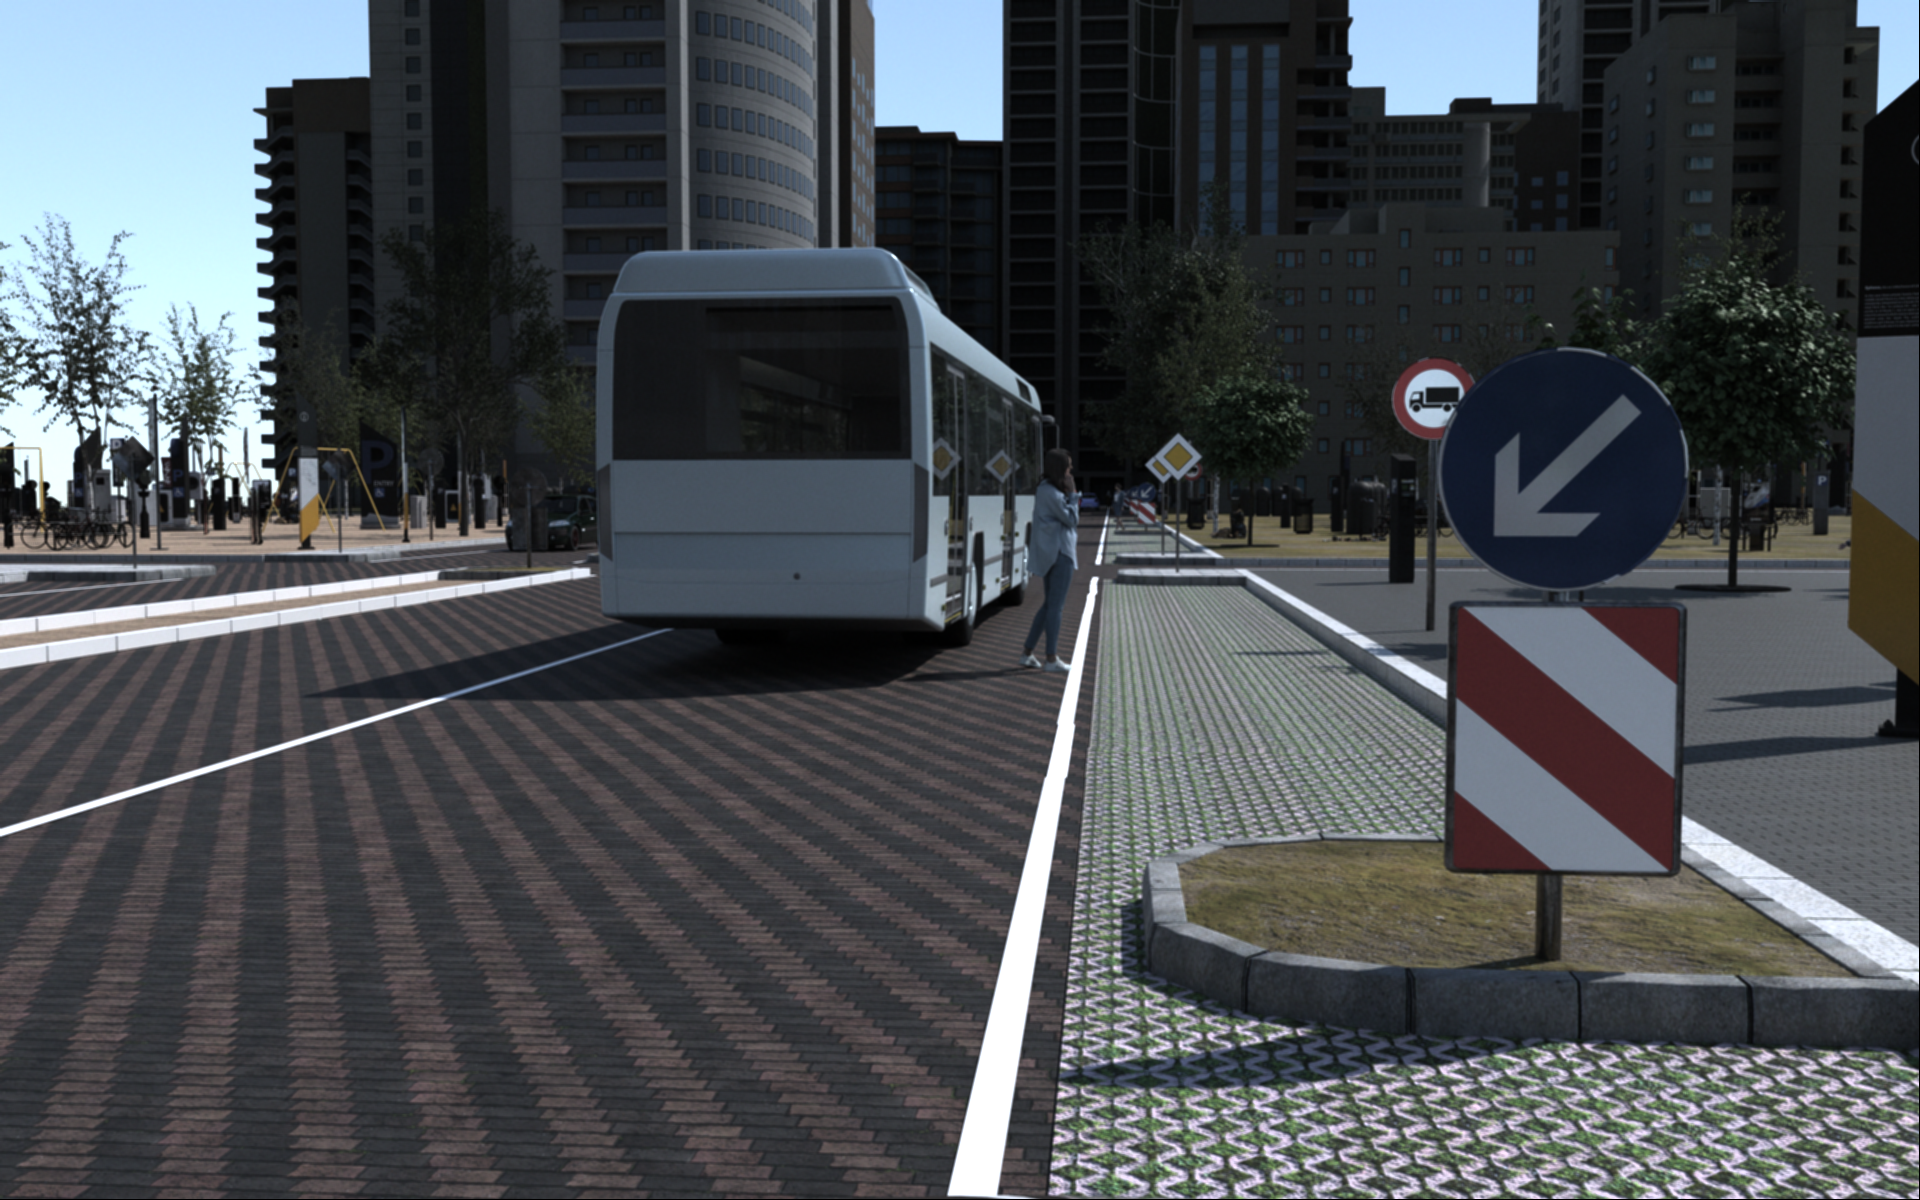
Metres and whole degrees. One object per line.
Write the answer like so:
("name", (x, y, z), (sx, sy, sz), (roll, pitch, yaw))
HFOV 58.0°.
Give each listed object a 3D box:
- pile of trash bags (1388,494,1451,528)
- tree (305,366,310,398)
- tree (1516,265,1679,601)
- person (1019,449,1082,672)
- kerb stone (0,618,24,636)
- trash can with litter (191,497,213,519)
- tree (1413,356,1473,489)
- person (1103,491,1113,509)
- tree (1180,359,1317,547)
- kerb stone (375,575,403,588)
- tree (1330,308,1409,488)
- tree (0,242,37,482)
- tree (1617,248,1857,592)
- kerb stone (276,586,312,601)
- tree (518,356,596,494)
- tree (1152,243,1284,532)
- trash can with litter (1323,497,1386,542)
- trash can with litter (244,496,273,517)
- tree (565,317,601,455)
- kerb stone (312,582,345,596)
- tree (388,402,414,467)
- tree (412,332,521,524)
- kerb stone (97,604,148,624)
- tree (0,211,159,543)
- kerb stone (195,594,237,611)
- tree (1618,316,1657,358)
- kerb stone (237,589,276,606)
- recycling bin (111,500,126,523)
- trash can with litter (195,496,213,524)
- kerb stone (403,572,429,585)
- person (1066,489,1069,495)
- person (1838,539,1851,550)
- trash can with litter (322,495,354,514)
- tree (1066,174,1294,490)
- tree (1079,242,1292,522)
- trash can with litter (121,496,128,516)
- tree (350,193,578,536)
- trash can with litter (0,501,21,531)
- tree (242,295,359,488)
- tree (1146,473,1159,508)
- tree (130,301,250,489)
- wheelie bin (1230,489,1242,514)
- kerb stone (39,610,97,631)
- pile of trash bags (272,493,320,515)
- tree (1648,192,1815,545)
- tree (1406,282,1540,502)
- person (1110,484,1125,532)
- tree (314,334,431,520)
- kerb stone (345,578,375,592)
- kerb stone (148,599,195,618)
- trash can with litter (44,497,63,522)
("pile of trash bags", (16.881, -3.418, 65.630), (3.447, 1.369, 1.912), (-2, 4, -24))
("tree", (-30.546, -8.340, 86.716), (4.737, 8.622, 4.395), (0, 3, 0))
("tree", (5.354, -1.236, 14.812), (1.663, 3.219, 1.824), (0, 3, 0))
("person", (0.725, -0.320, 14.003), (0.793, 1.790, 0.793), (-3, 5, -43))
("kerb stone", (-9.670, 0.291, 17.437), (0.120, 0.150, 1.000), (0, 4, 5))
("trash can with litter", (-38.617, -4.716, 88.166), (1.678, 1.210, 2.233), (0, 4, -3))
("tree", (25.779, -8.690, 92.447), (4.737, 8.622, 4.395), (0, 3, 0))
("person", (13.847, -9.349, 162.080), (1.217, 1.736, 0.721), (-3, 4, -37))
("tree", (7.020, -3.579, 42.233), (4.285, 4.588, 4.351), (0, 3, 0))
("kerb stone", (-8.871, -0.268, 26.624), (0.120, 0.150, 1.000), (0, 4, 5))
("tree", (16.951, -7.282, 69.420), (4.360, 8.622, 3.978), (0, 3, 0))
("tree", (-27.211, -5.923, 47.199), (4.737, 8.622, 4.395), (0, 3, 0))
("tree", (10.436, -2.410, 23.122), (4.285, 4.588, 4.351), (0, 3, 0))
("kerb stone", (-9.137, -0.083, 23.554), (0.120, 0.150, 1.000), (0, 4, 5))
("tree", (-20.059, -8.356, 86.983), (4.737, 8.622, 4.395), (0, 3, 0))
("tree", (7.644, -6.194, 51.641), (4.737, 8.622, 4.395), (0, 3, 0))
("trash can with litter", (10.782, -2.222, 47.389), (2.233, 1.210, 1.678), (-1, 4, -20))
("trash can with litter", (-40.241, -5.411, 99.531), (2.233, 1.210, 1.678), (-1, 4, -22))
("tree", (-13.770, -7.372, 70.896), (4.360, 8.622, 3.978), (0, 3, 0))
("kerb stone", (-9.037, -0.141, 24.575), (0.120, 0.150, 1.000), (0, 4, 5))
("tree", (-31.766, -9.308, 102.548), (4.360, 8.622, 3.978), (0, 3, 0))
("tree", (-20.653, -7.491, 72.841), (4.360, 8.622, 3.978), (0, 3, 0))
("kerb stone", (-9.499, 0.166, 19.482), (0.120, 0.150, 1.000), (0, 4, 5))
("tree", (-22.856, -5.796, 45.130), (4.360, 8.622, 3.978), (0, 3, 0))
("kerb stone", (-9.319, 0.048, 21.519), (0.120, 0.150, 1.000), (0, 4, 5))
("tree", (27.716, -7.343, 70.415), (4.360, 8.622, 3.978), (0, 3, 0))
("kerb stone", (-9.228, -0.020, 22.536), (0.120, 0.150, 1.000), (0, 4, 5))
("recycling bin", (-38.015, -3.992, 77.830), (0.722, 1.027, 0.722), (0, 4, 6))
("trash can with litter", (-31.729, -3.777, 73.147), (1.055, 1.170, 0.624), (-2, 4, -28))
("kerb stone", (-8.778, -0.331, 27.648), (0.120, 0.150, 1.000), (0, 4, 5))
("person", (5.893, -5.259, 94.587), (0.391, 1.810, 0.635), (-1, 4, -18))
("person", (16.922, -1.103, 32.027), (0.738, 1.151, 1.012), (-3, 4, -36))
("trash can with litter", (-40.315, -6.162, 111.801), (2.233, 1.210, 1.678), (0, 4, -5))
("tree", (12.967, -15.134, 103.328), (12.611, 20.169, 13.585), (0, 3, 0))
("tree", (10.714, -9.903, 78.930), (9.611, 12.733, 9.660), (0, 3, 0))
("trash can with litter", (-48.624, -5.553, 101.851), (2.233, 1.210, 1.678), (-1, 4, -22))
("tree", (-14.939, -7.247, 52.907), (8.767, 10.594, 7.601), (3, 4, 38))
("trash can with litter", (-34.311, -3.086, 61.516), (1.678, 1.210, 2.233), (-2, 4, -31))
("tree", (-24.049, -6.935, 63.753), (4.360, 8.622, 3.978), (0, 3, 0))
("tree", (19.068, -10.970, 173.963), (1.663, 3.219, 1.824), (0, 3, 0))
("tree", (-28.808, -7.044, 65.539), (4.737, 8.622, 4.395), (0, 3, 0))
("wheelie bin", (16.413, -5.780, 102.404), (0.980, 1.594, 0.693), (3, 5, 40))
("kerb stone", (-9.579, 0.231, 18.464), (0.120, 0.150, 1.000), (0, 4, 5))
("pile of trash bags", (-41.718, -6.031, 108.359), (3.447, 1.369, 1.912), (2, 4, 27))
("tree", (19.217, -5.693, 43.443), (4.737, 8.622, 4.395), (0, 3, 0))
("tree", (18.077, -6.671, 59.439), (4.360, 8.622, 3.978), (0, 3, 0))
("person", (5.929, -3.417, 64.395), (0.654, 1.822, 0.581), (-2, 4, -28))
("tree", (-25.817, -7.855, 78.796), (4.737, 8.622, 4.395), (0, 3, 0))
("kerb stone", (-8.955, -0.205, 25.599), (0.120, 0.150, 1.000), (0, 4, 5))
("kerb stone", (-9.403, 0.106, 20.500), (0.120, 0.150, 1.000), (0, 4, 5))
("trash can with litter", (-40.328, -4.030, 77.283), (0.624, 1.170, 1.055), (1, 4, 19))
